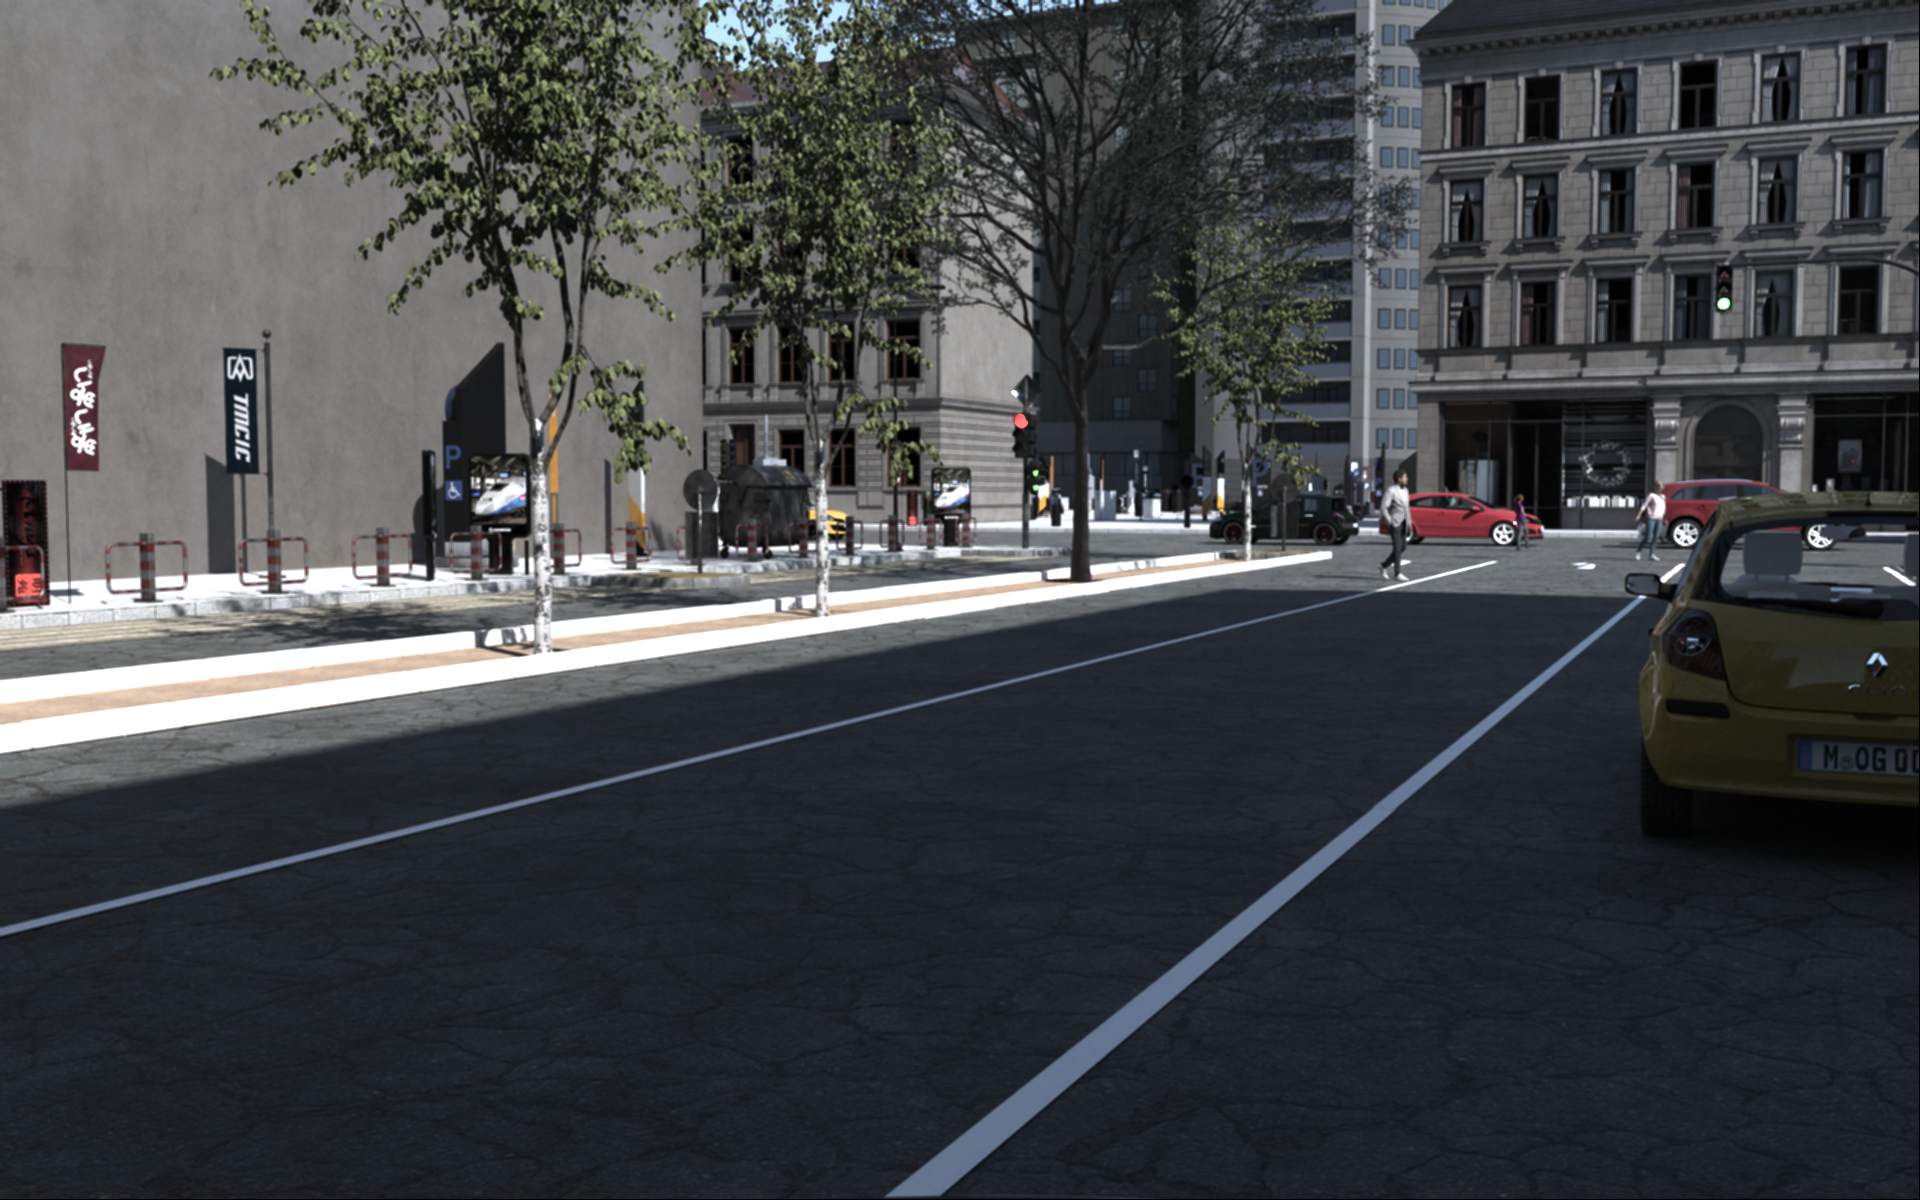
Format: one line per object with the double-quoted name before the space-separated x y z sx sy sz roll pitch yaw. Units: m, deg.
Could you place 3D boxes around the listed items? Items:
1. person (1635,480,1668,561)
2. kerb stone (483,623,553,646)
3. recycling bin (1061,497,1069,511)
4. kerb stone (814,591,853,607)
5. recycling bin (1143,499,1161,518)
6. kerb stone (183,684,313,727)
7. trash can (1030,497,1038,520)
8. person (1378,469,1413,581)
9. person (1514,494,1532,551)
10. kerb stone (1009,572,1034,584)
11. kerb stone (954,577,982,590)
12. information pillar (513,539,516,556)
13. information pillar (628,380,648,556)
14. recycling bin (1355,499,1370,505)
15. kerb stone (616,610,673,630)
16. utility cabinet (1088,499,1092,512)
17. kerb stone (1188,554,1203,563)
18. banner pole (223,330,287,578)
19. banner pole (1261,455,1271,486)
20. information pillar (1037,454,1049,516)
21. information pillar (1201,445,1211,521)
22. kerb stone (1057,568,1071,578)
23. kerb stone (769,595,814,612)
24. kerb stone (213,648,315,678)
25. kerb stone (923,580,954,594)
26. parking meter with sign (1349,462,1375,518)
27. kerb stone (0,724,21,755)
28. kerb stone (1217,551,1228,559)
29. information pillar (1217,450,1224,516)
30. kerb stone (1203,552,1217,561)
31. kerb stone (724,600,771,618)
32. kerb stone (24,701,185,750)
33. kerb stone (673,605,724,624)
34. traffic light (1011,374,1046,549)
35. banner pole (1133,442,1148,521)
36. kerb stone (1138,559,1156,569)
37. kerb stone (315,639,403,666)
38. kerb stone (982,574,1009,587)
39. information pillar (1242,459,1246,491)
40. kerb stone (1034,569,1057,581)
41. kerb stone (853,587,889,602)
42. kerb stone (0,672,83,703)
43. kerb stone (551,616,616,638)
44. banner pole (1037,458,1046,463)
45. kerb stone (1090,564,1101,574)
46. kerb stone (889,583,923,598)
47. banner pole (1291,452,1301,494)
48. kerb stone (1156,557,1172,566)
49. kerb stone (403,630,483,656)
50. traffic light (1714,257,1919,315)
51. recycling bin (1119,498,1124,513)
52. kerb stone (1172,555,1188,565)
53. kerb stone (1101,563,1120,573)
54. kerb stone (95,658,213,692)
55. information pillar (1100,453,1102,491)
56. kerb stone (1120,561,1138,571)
"person" 14.839 -1.726 37.395 0.731 1.740 0.598 -2 4 -30
"kerb stone" -4.313 0.344 16.675 0.120 0.150 1.000 2 4 25
"recycling bin" 7.783 -7.233 130.815 0.722 1.027 0.722 -1 4 -10
"kerb stone" -1.700 -0.004 22.271 0.120 0.150 1.000 2 4 25
"recycling bin" 10.220 -4.879 92.324 0.722 1.027 0.722 3 5 43
"kerb stone" -4.598 0.681 11.115 0.120 0.150 1.000 2 4 25
"trash can" 3.536 -4.557 86.166 0.748 1.137 0.748 0 3 0
"person" 7.206 -1.251 28.806 0.661 1.843 0.795 -3 4 -36
"person" 14.357 -1.971 43.965 0.776 1.435 0.726 0 4 -7
"kerb stone" 0.904 -0.346 27.859 0.120 0.150 1.000 2 4 25
"kerb stone" 0.037 -0.229 26.001 0.120 0.150 1.000 2 4 25
"information pillar" -8.407 -1.688 32.095 0.304 2.012 0.304 -1 4 -10
"information pillar" -6.680 -2.717 35.784 0.183 3.616 0.504 -3 5 -45
"recycling bin" 22.881 -5.252 98.420 0.722 1.027 0.722 0 4 2
"kerb stone" -3.439 0.225 18.535 0.120 0.150 1.000 2 4 25
"utility cabinet" 9.041 -6.839 122.981 0.306 1.237 1.020 2 4 30
"kerb stone" 4.815 -0.856 36.230 0.120 0.150 1.000 2 4 25
"banner pole" -10.740 -2.221 26.334 0.863 3.779 0.401 -2 4 -34
"banner pole" 19.699 -7.465 112.068 0.863 3.779 0.401 1 4 19
"information pillar" 4.813 -6.763 101.927 0.504 3.616 0.183 -1 4 -8
"information pillar" 11.830 -5.610 83.081 0.504 3.616 0.183 -2 4 -33
"kerb stone" 1.774 -0.460 29.716 0.120 0.150 1.000 2 4 25
"kerb stone" -2.137 0.053 21.334 0.120 0.150 1.000 2 4 25
"kerb stone" -5.618 0.509 13.878 0.120 0.150 1.000 2 4 25
"kerb stone" -0.393 -0.176 25.067 0.120 0.150 1.000 2 4 25
"parking meter with sign" 21.775 -5.956 93.643 0.543 3.016 1.738 -1 4 -23
"kerb stone" -5.458 0.797 9.248 0.120 0.150 1.000 2 4 25
"kerb stone" 5.680 -0.973 38.097 0.120 0.150 1.000 2 4 25
"information pillar" 13.765 -6.120 91.413 0.504 3.616 0.183 -3 5 -39
"kerb stone" 5.253 -0.913 37.165 0.120 0.150 1.000 2 4 25
"kerb stone" -2.571 0.122 20.406 0.120 0.150 1.000 2 4 25
"kerb stone" -5.025 0.735 10.176 0.120 0.150 1.000 2 4 25
"kerb stone" -3.001 0.166 19.474 0.120 0.150 1.000 2 4 25
"traffic light" 1.556 -3.161 40.609 0.839 4.253 0.868 2 4 25
"banner pole" 8.490 -5.661 82.566 0.401 3.779 0.863 3 5 42
"kerb stone" 3.515 -0.688 33.443 0.120 0.150 1.000 2 4 25
"kerb stone" -5.187 0.457 14.808 0.120 0.150 1.000 2 4 25
"kerb stone" 0.474 -0.290 26.929 0.120 0.150 1.000 2 4 25
"information pillar" 17.048 -6.831 103.049 0.504 3.616 0.183 2 4 30
"kerb stone" 1.333 -0.390 28.791 0.120 0.150 1.000 2 4 25
"kerb stone" -1.263 -0.055 23.205 0.120 0.150 1.000 2 4 25
"kerb stone" -6.481 0.623 12.012 0.120 0.150 1.000 2 4 25
"kerb stone" -3.879 0.281 17.609 0.120 0.150 1.000 2 4 25
"banner pole" 5.677 -7.934 119.744 0.863 3.779 0.401 2 4 32
"kerb stone" 2.212 -0.512 30.648 0.120 0.150 1.000 2 4 25
"kerb stone" -0.829 -0.118 24.139 0.120 0.150 1.000 2 4 25
"banner pole" 20.058 -6.926 103.262 0.863 3.779 0.401 -2 4 -24
"kerb stone" 3.944 -0.745 34.374 0.120 0.150 1.000 2 4 25
"kerb stone" -4.745 0.398 15.733 0.120 0.150 1.000 2 4 25
"traffic light" 17.044 -3.585 33.275 4.771 5.953 1.251 2 4 25
"recycling bin" 10.605 -6.339 116.190 0.722 1.027 0.722 0 4 7
"kerb stone" 4.386 -0.801 35.299 0.120 0.150 1.000 2 4 25
"kerb stone" 2.643 -0.574 31.583 0.120 0.150 1.000 2 4 25
"kerb stone" -6.055 0.566 12.945 0.120 0.150 1.000 2 4 25
"information pillar" 8.013 -6.535 98.203 0.183 3.616 0.504 0 4 7
"kerb stone" 3.080 -0.631 32.510 0.120 0.150 1.000 2 4 25
